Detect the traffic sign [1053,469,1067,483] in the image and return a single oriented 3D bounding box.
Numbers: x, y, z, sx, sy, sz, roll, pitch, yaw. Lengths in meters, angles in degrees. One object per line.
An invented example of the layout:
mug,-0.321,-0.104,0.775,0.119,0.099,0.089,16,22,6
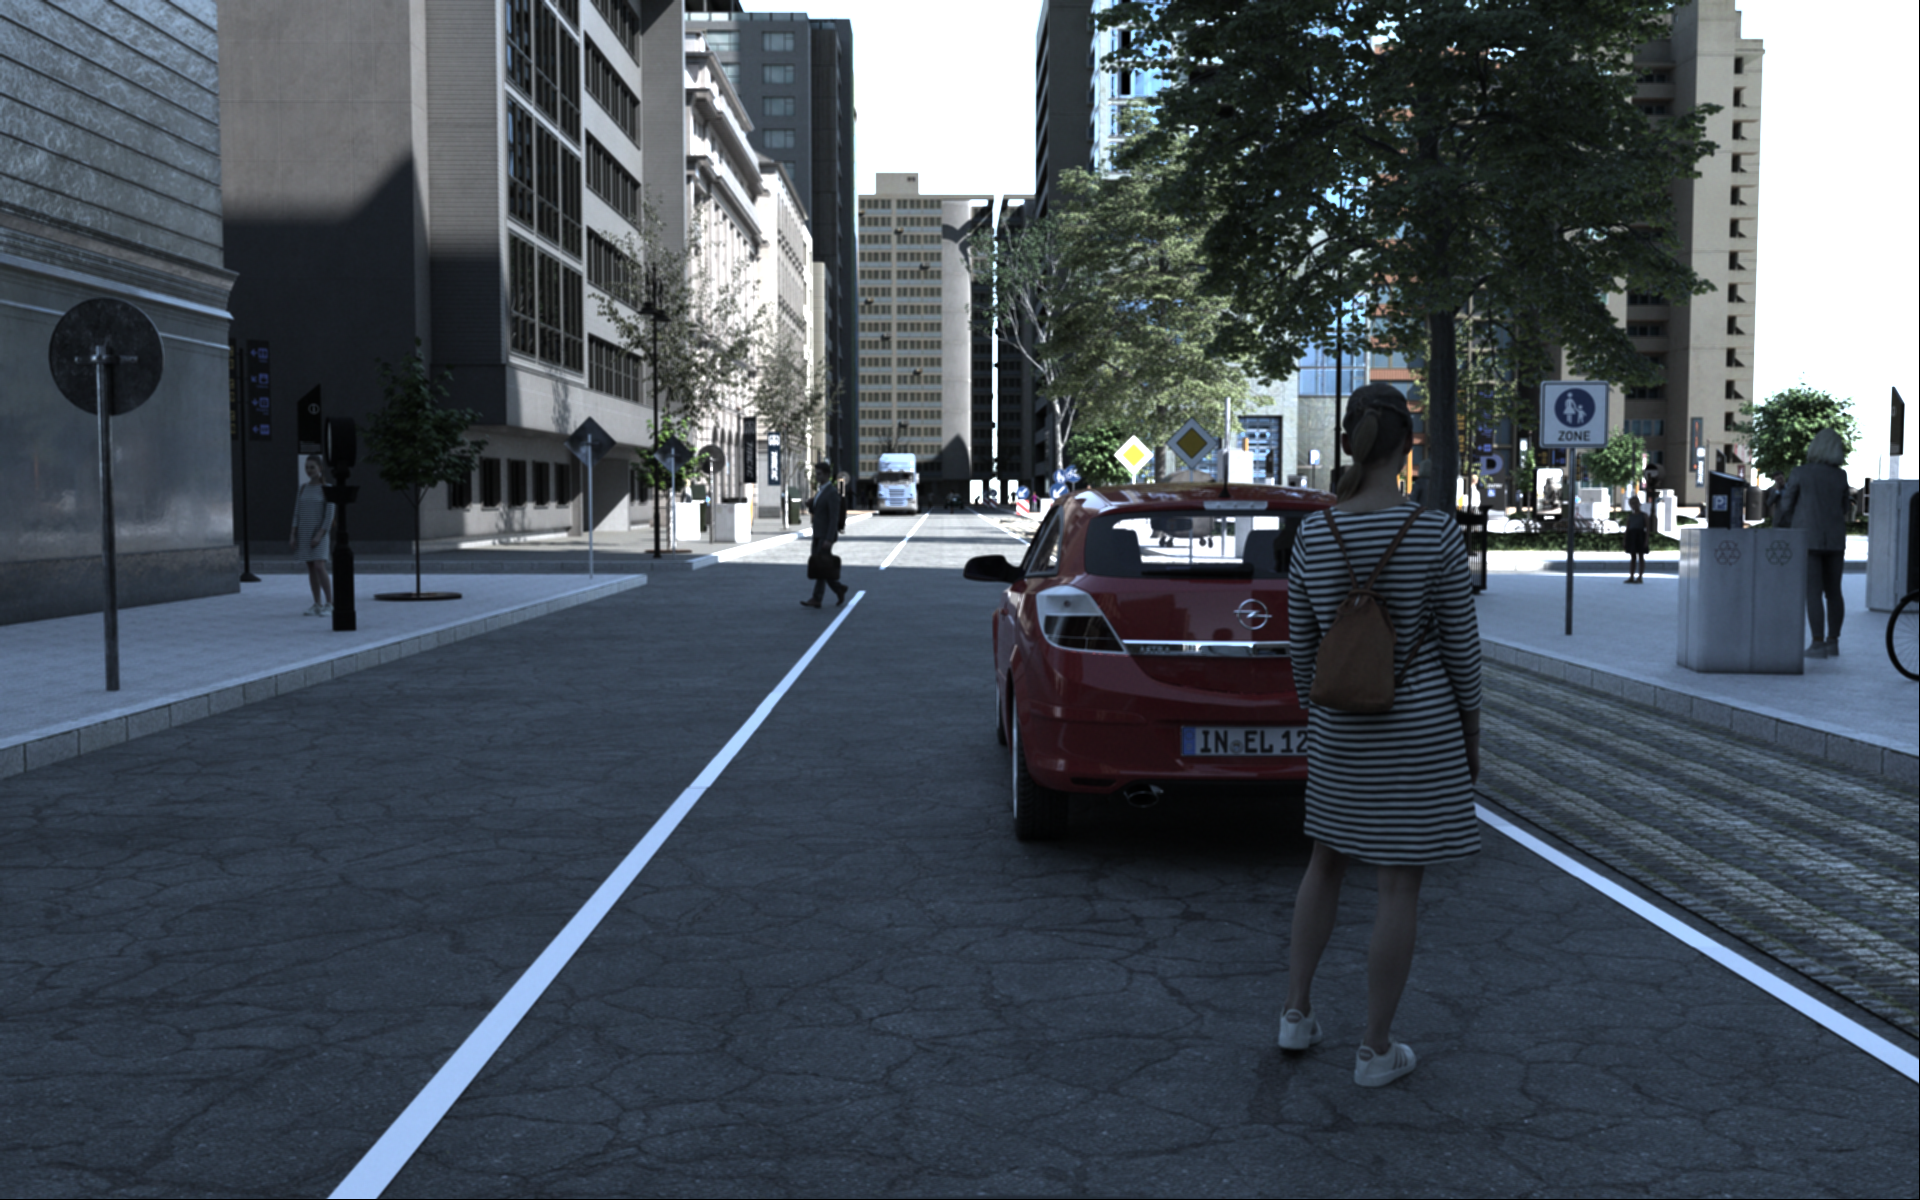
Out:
traffic sign,5.141,-5.396,88.336,0.768,2.556,0.104,1,4,9

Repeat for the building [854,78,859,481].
building,-17.661,-32.048,174.100,14.200,45.320,14.600,0,4,-1

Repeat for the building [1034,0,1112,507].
building,17.954,-32.578,156.350,21.300,48.544,21.600,0,4,-1

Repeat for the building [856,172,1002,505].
building,-7.677,-31.789,211.630,23.993,40.220,32.217,0,4,-1

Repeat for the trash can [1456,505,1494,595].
trash can,6.455,-0.648,22.244,0.748,1.137,0.748,0,3,0

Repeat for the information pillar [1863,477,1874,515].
information pillar,38.848,-4.255,74.061,0.304,2.012,0.304,-3,5,-42

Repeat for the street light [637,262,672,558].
street light,-6.092,-3.786,34.681,0.468,5.910,1.993,0,4,-1

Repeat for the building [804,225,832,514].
building,-23.900,-17.037,123.596,27.650,21.520,28.899,0,4,-1

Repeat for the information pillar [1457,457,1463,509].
information pillar,28.379,-6.550,98.451,0.504,3.616,0.183,-2,4,-32

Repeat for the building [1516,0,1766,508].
building,66.714,-33.529,171.898,21.600,48.544,21.300,0,4,-1

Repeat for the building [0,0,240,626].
building,-18.240,-10.274,17.132,18.267,20.994,9.793,0,4,-1

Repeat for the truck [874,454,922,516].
truck,-4.148,-8.090,122.022,2.967,4.110,18.799,0,4,0

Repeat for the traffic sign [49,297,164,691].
traffic sign,-5.536,-0.681,11.239,0.768,2.556,0.104,0,4,3

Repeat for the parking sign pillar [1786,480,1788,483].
parking sign pillar,27.885,-4.212,57.345,1.447,3.967,1.447,-3,5,-43

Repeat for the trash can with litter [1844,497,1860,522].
trash can with litter,33.997,-3.354,66.218,0.624,1.170,1.055,3,5,44

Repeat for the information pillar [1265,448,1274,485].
information pillar,15.850,-5.949,88.625,0.183,3.616,0.504,-3,5,-40

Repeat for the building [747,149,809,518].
building,-14.228,-15.315,99.545,9.793,20.994,18.267,0,4,-1

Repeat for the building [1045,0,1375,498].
building,18.467,-49.890,128.368,22.319,86.520,31.000,0,4,-1

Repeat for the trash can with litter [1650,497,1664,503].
trash can with litter,26.102,-3.309,65.485,1.055,1.170,0.624,0,4,-5

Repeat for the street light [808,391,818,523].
street light,-6.454,-6.284,75.526,0.468,5.910,1.993,0,4,-1

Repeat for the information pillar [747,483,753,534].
information pillar,-6.774,-3.938,55.739,0.183,3.616,0.504,0,4,0

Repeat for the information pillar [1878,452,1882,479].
information pillar,51.395,-6.449,96.791,0.183,3.616,0.504,3,5,40

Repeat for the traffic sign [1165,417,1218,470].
traffic sign,3.514,-1.466,26.153,0.795,2.593,0.064,0,4,-1

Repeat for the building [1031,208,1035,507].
building,14.177,-24.675,175.144,14.160,30.474,14.107,0,4,-1

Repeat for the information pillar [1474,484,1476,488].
information pillar,25.214,-5.676,84.159,0.504,3.616,0.183,0,4,-2

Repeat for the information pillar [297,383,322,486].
information pillar,-13.638,-2.755,36.401,0.504,3.616,0.183,-2,4,-34

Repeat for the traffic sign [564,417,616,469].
traffic sign,-5.580,-1.462,26.090,0.795,2.593,0.064,0,4,-1

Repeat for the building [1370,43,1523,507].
building,41.209,-31.609,171.439,28.867,44.769,22.147,0,4,-1

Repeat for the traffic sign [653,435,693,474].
traffic sign,-5.654,-1.950,34.075,0.795,2.593,0.064,0,4,-1

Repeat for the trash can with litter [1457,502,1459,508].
trash can with litter,18.061,-3.186,63.476,0.624,1.170,1.055,0,4,5

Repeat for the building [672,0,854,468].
building,-16.183,-28.191,144.518,14.154,41.232,14.086,0,4,-1

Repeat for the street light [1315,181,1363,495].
street light,5.595,-3.229,25.589,0.468,5.910,1.993,0,4,-1

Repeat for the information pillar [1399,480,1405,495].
information pillar,23.037,-5.268,90.619,0.304,2.012,0.304,-1,4,-18

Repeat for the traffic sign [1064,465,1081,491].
traffic sign,4.907,-4.584,75.056,0.768,2.556,0.104,0,4,1

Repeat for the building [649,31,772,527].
building,-16.321,-14.468,78.359,13.314,21.916,24.055,0,4,-1

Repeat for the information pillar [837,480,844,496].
information pillar,-6.096,-5.125,88.280,0.304,2.012,0.304,-2,4,-27

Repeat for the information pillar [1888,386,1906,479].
information pillar,20.111,-2.806,37.233,0.183,3.616,0.504,0,4,2

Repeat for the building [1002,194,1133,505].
building,16.360,-31.787,211.602,23.993,40.220,32.217,0,4,-1

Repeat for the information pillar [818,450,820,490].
information pillar,-7.010,-5.790,86.020,0.183,3.616,0.504,0,4,-1

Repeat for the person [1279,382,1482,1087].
person,1.013,0.322,4.247,0.512,1.701,0.522,2,4,24

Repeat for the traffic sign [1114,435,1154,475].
traffic sign,3.440,-1.954,34.138,0.795,2.593,0.064,0,4,-1

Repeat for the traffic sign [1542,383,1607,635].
traffic sign,5.549,-0.831,15.721,0.606,2.300,0.079,0,4,2

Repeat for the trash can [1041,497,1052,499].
trash can,5.020,-5.411,100.127,0.748,1.137,0.748,0,3,0

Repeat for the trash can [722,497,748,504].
trash can,-8.756,-3.338,66.230,0.748,1.137,0.748,0,3,0

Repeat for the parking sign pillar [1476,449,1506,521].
parking sign pillar,25.471,-5.791,83.150,1.447,3.967,1.447,0,4,3

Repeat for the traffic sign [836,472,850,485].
traffic sign,-6.596,-5.975,97.797,0.768,2.556,0.104,0,4,3

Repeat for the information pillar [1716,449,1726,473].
information pillar,39.102,-5.978,89.087,0.183,3.616,0.504,-3,5,-41

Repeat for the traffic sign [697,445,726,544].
traffic sign,-6.431,-2.729,44.725,0.768,2.556,0.104,1,4,8

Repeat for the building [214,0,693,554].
building,-17.157,-14.191,51.087,14.314,24.678,30.058,0,4,-1
